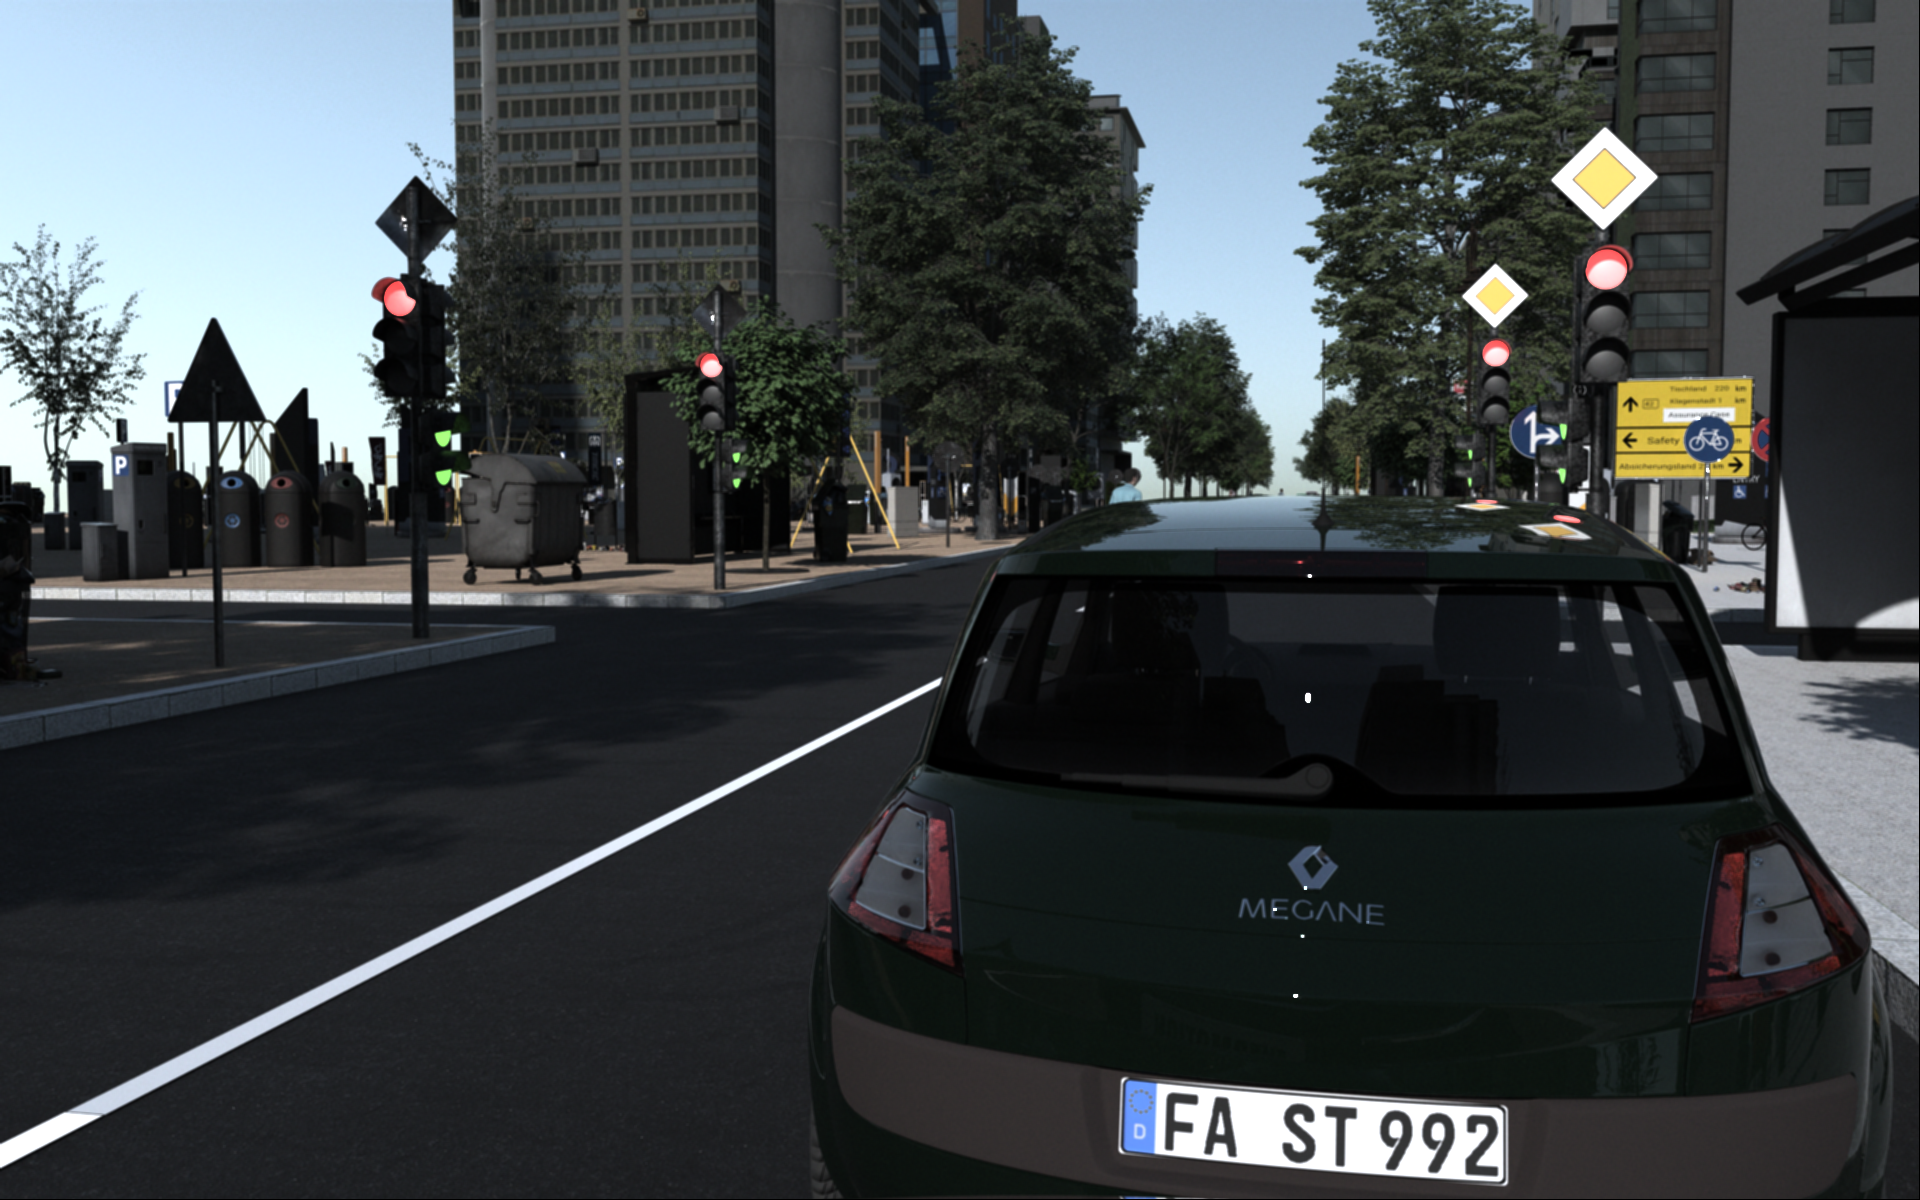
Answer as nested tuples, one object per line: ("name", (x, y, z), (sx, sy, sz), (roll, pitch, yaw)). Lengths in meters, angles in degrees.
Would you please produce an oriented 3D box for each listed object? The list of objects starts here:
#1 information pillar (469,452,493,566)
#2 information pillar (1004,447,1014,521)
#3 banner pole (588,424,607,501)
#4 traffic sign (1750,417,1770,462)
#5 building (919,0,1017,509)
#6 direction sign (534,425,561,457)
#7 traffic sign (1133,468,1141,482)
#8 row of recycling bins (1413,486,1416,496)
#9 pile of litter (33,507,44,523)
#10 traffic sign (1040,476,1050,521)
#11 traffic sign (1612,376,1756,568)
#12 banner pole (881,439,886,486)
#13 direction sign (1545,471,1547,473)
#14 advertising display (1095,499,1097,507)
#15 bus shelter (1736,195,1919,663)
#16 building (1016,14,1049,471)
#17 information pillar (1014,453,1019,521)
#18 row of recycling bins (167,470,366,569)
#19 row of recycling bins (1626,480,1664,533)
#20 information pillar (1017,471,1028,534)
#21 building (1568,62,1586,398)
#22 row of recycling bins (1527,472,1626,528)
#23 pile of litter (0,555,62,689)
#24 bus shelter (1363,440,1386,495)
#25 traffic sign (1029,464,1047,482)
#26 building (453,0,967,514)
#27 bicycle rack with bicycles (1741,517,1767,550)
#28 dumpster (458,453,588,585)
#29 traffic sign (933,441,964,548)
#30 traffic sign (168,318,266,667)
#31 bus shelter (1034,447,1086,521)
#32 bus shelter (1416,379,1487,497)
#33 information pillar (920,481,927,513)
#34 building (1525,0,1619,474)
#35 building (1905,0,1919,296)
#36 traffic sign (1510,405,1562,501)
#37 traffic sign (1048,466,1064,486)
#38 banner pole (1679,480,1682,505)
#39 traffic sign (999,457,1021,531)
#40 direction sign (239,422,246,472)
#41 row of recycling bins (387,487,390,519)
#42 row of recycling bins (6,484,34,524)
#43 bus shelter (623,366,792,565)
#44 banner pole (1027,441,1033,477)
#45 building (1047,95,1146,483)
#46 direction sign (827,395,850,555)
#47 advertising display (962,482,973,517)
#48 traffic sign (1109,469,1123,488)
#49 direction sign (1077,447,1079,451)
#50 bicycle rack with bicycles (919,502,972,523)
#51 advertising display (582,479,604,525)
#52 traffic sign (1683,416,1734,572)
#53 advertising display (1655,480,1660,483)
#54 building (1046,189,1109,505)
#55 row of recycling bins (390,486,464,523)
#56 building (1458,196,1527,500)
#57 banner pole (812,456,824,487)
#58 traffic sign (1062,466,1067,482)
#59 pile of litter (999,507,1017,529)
("information pillar", (-8.417, -1.591, 30.508), (0.304, 2.012, 0.304), (2, 4, 28))
("information pillar", (2.209, -5.450, 80.455), (0.183, 3.616, 0.504), (2, 4, 31))
("banner pole", (-12.974, -4.425, 62.365), (0.863, 3.779, 0.401), (0, 4, -4))
("traffic sign", (13.254, -1.719, 28.212), (0.768, 2.556, 0.104), (1, 4, 12))
("building", (-3.677, -29.425, 131.213), (14.600, 45.320, 14.200), (1, 4, 11))
("direction sign", (-13.614, -3.990, 57.238), (0.876, 3.537, 0.379), (-2, 4, -32))
("traffic sign", (8.439, -5.158, 84.434), (0.768, 2.556, 0.104), (1, 4, 18))
("row of recycling bins", (23.985, -5.162, 91.511), (1.069, 1.692, 3.534), (2, 4, 31))
("pile of litter", (-41.759, -3.876, 77.340), (1.719, 0.858, 1.176), (-3, 4, -38))
("traffic sign", (3.838, -5.039, 82.389), (0.884, 2.594, 0.081), (1, 4, 20))
("traffic sign", (12.602, -2.224, 30.238), (2.265, 3.308, 0.079), (1, 4, 19))
("banner pole", (-3.494, -5.429, 78.780), (0.401, 3.779, 0.863), (1, 4, 16))
("direction sign", (15.714, -3.331, 46.467), (0.876, 3.537, 0.379), (-2, 4, -26))
("advertising display", (6.893, -4.919, 85.637), (0.123, 1.923, 0.974), (-1, 4, -15))
("bus shelter", (6.517, -1.027, 10.718), (2.014, 3.302, 5.546), (1, 4, 11))
("building", (-0.559, -28.227, 145.111), (14.154, 41.232, 14.086), (1, 4, 11))
("information pillar", (2.548, -5.503, 81.330), (0.504, 3.616, 0.183), (-2, 4, -24))
("row of recycling bins", (-12.289, -1.426, 30.434), (3.534, 1.692, 1.069), (-1, 4, -12))
("row of recycling bins", (18.323, -2.435, 46.923), (1.069, 1.692, 3.534), (1, 4, 14))
("information pillar", (2.008, -3.126, 55.596), (0.304, 2.012, 0.304), (0, 4, 7))
("building", (48.329, -21.105, 116.769), (14.160, 30.474, 14.107), (1, 4, 11))
("row of recycling bins", (12.081, -1.658, 34.225), (1.069, 1.692, 3.534), (2, 4, 35))
("pile of litter", (-6.886, 0.123, 11.948), (1.176, 0.858, 1.719), (-2, 4, -32))
("bus shelter", (18.862, -5.247, 77.074), (1.731, 3.624, 6.357), (1, 4, 12))
("traffic sign", (3.308, -4.510, 73.852), (0.768, 2.556, 0.104), (1, 4, 15))
("building", (-15.913, -25.835, 114.279), (32.217, 40.220, 23.993), (1, 4, 11))
("bicycle rack with bicycles", (19.562, -1.562, 38.921), (2.852, 0.926, 2.925), (-2, 4, -27))
("dumpster", (-6.320, -1.180, 25.059), (1.264, 1.857, 1.865), (1, 4, 11))
("traffic sign", (-0.288, -2.532, 41.505), (0.768, 2.556, 0.104), (1, 4, 15))
("traffic sign", (-5.510, -0.784, 12.816), (0.884, 2.594, 0.081), (1, 4, 19))
("bus shelter", (5.011, -5.815, 86.356), (1.731, 3.624, 6.357), (1, 4, 11))
("bus shelter", (16.229, -4.908, 57.878), (2.179, 5.291, 8.768), (1, 4, 11))
("information pillar", (-2.024, -5.634, 96.602), (0.304, 2.012, 0.304), (2, 4, 27))
("building", (59.971, -33.386, 135.107), (28.713, 52.752, 27.495), (1, 4, 11))
("building", (37.513, -18.871, 80.239), (14.160, 30.474, 14.107), (1, 4, 11))
("traffic sign", (8.260, -1.511, 24.817), (0.768, 2.556, 0.104), (1, 4, 16))
("traffic sign", (4.272, -4.724, 77.337), (0.768, 2.556, 0.104), (1, 4, 17))
("banner pole", (30.008, -5.020, 72.094), (0.401, 3.779, 0.863), (1, 4, 21))
("traffic sign", (1.727, -3.679, 60.251), (0.768, 2.556, 0.104), (1, 4, 15))
("direction sign", (-15.858, -2.833, 38.313), (0.379, 3.537, 0.876), (-2, 4, -28))
("row of recycling bins", (-27.834, -4.891, 87.076), (1.069, 1.692, 3.534), (-3, 5, -44))
("row of recycling bins", (-39.861, -4.008, 72.637), (1.069, 1.692, 3.534), (-1, 4, -11))
("bus shelter", (-4.750, -2.644, 34.513), (1.731, 3.624, 6.357), (1, 4, 11))
("banner pole", (3.256, -5.553, 80.807), (0.401, 3.779, 0.863), (-1, 4, -15))
("building", (9.644, -39.517, 235.341), (28.713, 52.752, 27.495), (1, 4, 11))
("direction sign", (-2.549, -2.719, 36.452), (0.379, 3.537, 0.876), (2, 4, 28))
("advertising display", (0.596, -5.499, 95.117), (0.974, 1.923, 0.123), (1, 4, 9))
("traffic sign", (7.940, -5.395, 88.320), (0.768, 2.556, 0.104), (1, 4, 16))
("direction sign", (5.702, -5.631, 84.063), (0.379, 3.537, 0.876), (1, 4, 8))
("bicycle rack with bicycles", (-0.850, -3.978, 78.428), (2.925, 0.926, 2.852), (-2, 4, -25))
("advertising display", (-15.476, -4.145, 72.981), (0.974, 1.923, 0.123), (-3, 4, -38))
("traffic sign", (12.197, -1.724, 28.286), (0.768, 2.556, 0.104), (1, 4, 13))
("advertising display", (25.390, -3.606, 64.164), (0.974, 1.923, 0.123), (3, 5, 40))
("building", (3.804, -31.675, 209.759), (32.217, 40.220, 23.993), (1, 4, 11))
("row of recycling bins", (-23.290, -4.272, 76.967), (3.534, 1.692, 1.069), (-2, 4, -25))
("building", (80.291, -33.063, 232.463), (32.217, 40.220, 23.993), (1, 4, 11))
("banner pole", (-6.508, -5.440, 78.963), (0.863, 3.779, 0.401), (-3, 5, -39))
("traffic sign", (4.861, -4.768, 78.060), (0.768, 2.556, 0.104), (1, 4, 14))
("pile of litter", (1.708, -3.092, 64.525), (1.176, 0.858, 1.719), (2, 4, 25))
